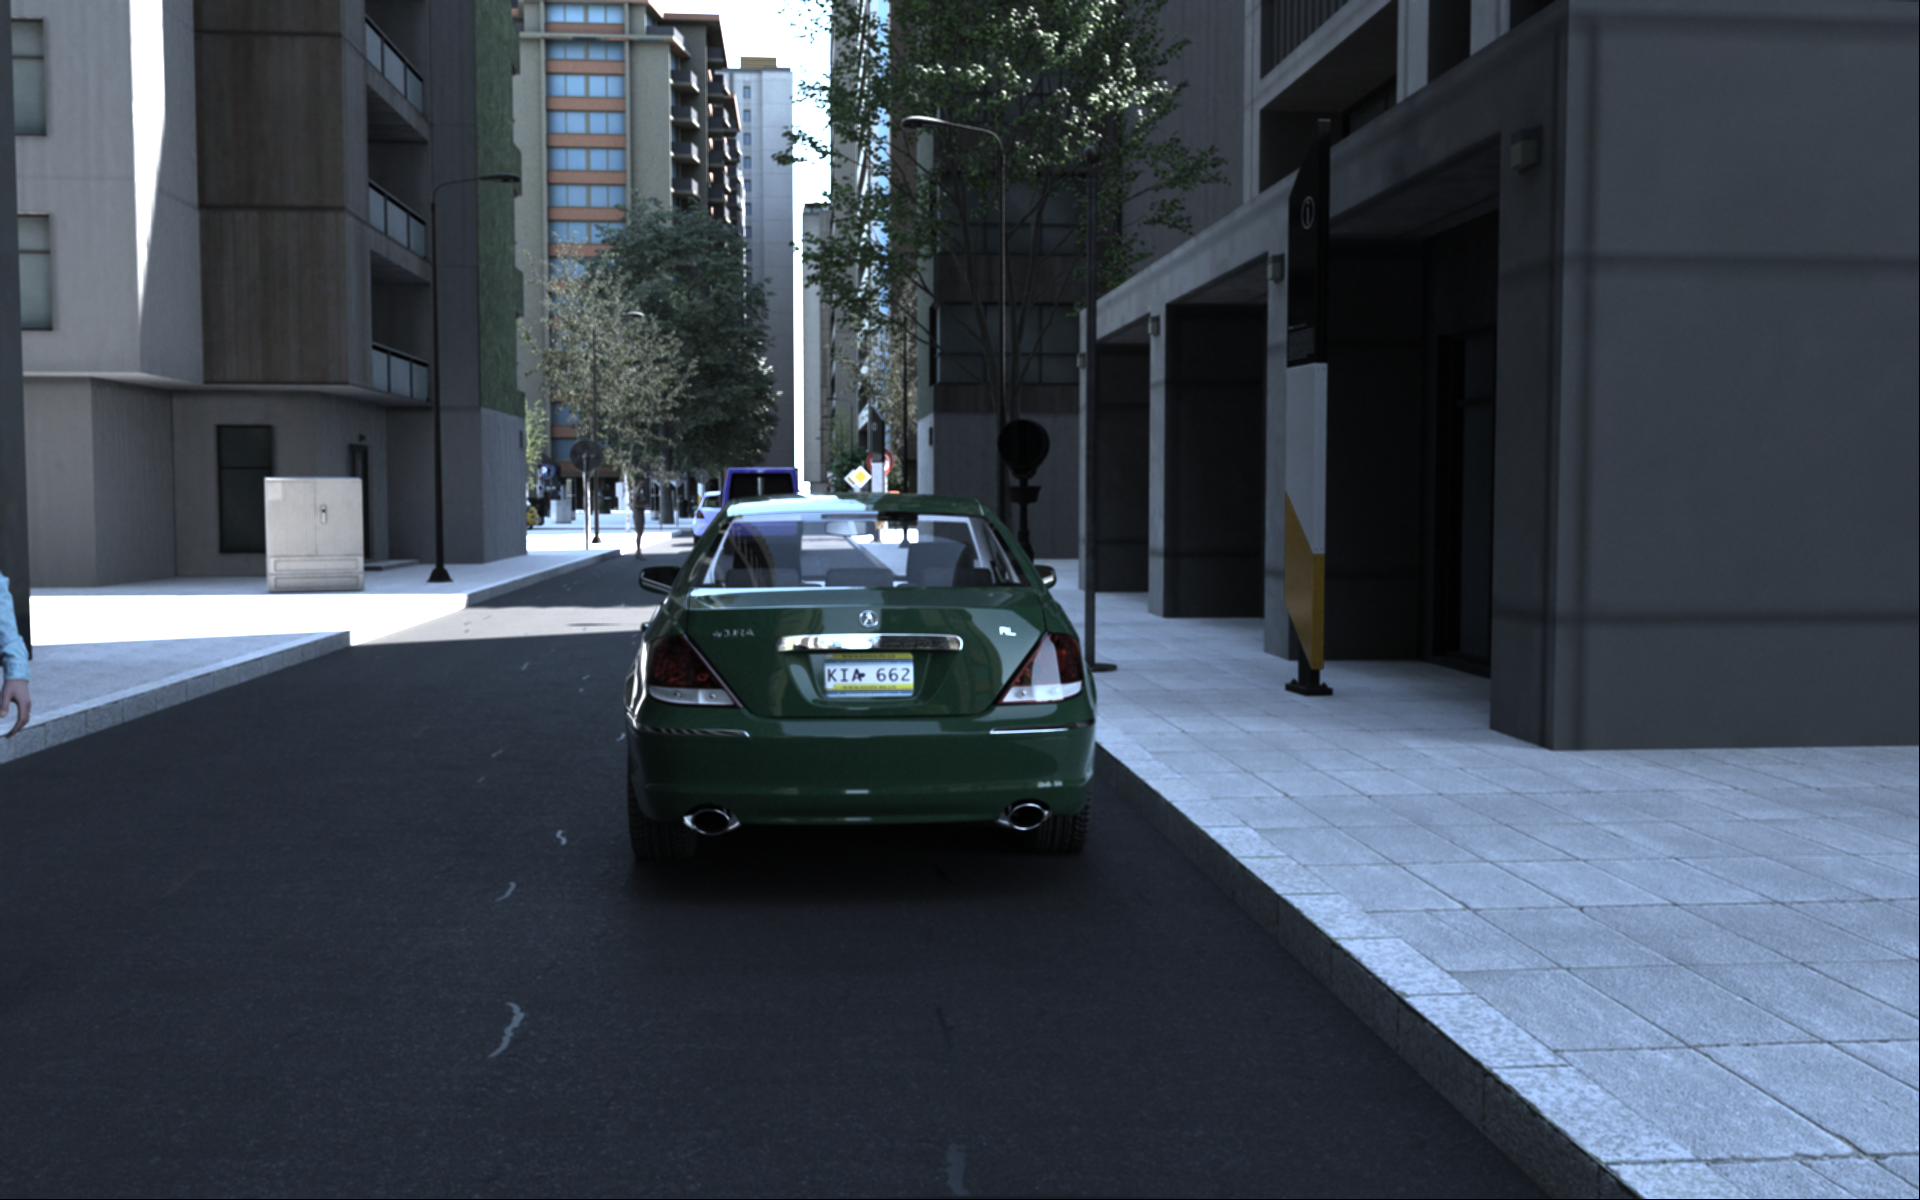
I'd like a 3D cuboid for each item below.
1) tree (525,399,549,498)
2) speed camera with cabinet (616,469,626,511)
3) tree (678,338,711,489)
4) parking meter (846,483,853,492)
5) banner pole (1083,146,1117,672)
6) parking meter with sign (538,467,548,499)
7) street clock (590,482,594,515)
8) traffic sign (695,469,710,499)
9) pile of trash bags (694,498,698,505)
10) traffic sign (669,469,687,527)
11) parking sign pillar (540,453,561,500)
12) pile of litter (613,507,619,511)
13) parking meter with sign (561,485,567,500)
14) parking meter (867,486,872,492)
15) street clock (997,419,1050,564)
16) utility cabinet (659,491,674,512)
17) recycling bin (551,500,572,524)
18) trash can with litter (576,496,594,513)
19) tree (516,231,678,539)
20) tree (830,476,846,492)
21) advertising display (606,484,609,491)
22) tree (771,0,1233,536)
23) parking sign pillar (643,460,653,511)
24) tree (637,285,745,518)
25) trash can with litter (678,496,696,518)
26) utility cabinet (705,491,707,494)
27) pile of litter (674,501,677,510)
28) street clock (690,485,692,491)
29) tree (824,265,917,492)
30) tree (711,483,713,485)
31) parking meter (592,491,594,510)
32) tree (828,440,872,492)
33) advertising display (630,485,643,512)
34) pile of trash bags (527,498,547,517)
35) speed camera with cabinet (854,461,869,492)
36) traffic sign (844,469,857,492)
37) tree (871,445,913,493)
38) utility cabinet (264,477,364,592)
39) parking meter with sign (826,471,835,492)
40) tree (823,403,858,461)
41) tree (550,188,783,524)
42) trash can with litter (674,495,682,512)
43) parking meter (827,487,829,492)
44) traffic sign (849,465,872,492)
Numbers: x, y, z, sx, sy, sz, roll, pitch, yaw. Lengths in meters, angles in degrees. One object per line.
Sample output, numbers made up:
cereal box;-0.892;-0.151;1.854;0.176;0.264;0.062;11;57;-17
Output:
tree;-32.232;-10.870;128.094;4.737;8.622;4.395;0;3;0
speed camera with cabinet;-25.635;-8.376;131.281;0.660;3.252;2.038;0;4;0
tree;-10.671;-6.448;55.784;4.360;8.622;3.978;0;3;0
parking meter;-5.031;-4.499;79.265;0.399;1.863;0.255;0;4;-1
banner pole;0.976;-1.393;12.787;0.401;3.779;0.863;0;4;7
parking meter with sign;-26.579;-6.958;110.022;0.543;3.016;1.738;0;4;-4
street clock;-22.458;-6.166;105.391;0.358;2.002;0.471;0;4;-7
traffic sign;-13.034;-5.353;87.627;0.768;2.556;0.104;0;4;0
pile of trash bags;-18.706;-7.437;131.352;1.912;1.369;3.447;3;5;42
traffic sign;-11.151;-3.953;68.277;0.795;2.450;0.064;0;4;-5
parking sign pillar;-26.511;-7.561;112.096;1.447;3.967;1.447;1;4;17
pile of litter;-26.527;-7.410;135.119;1.176;0.858;1.719;2;4;34
parking meter with sign;-32.472;-8.885;141.525;0.543;3.016;1.738;1;4;16
parking meter;-2.743;-2.816;54.460;0.372;1.533;0.369;0;3;0
street clock;0.618;-0.753;16.878;0.471;2.002;0.358;1;4;16
utility cabinet;-18.980;-6.294;111.579;0.318;1.500;1.173;3;5;39
recycling bin;-17.293;-3.824;75.077;0.722;1.027;0.722;-2;4;-31
trash can with litter;-25.376;-6.457;116.626;2.233;1.210;1.678;2;4;31
tree;-10.450;-6.007;48.577;4.360;8.622;3.978;0;3;0
tree;-7.833;-7.323;114.329;1.663;3.219;1.824;0;3;0
advertising display;-23.188;-6.649;113.930;0.123;1.923;0.974;0;4;-8
tree;0.750;-6.291;28.612;9.928;11.665;9.643;0;3;0
parking sign pillar;-24.013;-8.903;134.035;1.447;3.967;1.447;1;4;16
tree;-15.060;-10.765;94.140;7.486;12.596;7.792;0;3;0
trash can with litter;-16.268;-5.612;103.139;1.055;1.170;0.624;0;4;8
utility cabinet;-18.304;-7.049;123.935;0.318;1.500;1.173;-1;4;-13
pile of litter;-22.804;-7.719;140.162;1.719;0.858;1.176;0;4;4
street clock;-21.156;-7.980;135.042;0.471;2.002;0.358;-2;4;-28
tree;-2.197;-6.466;56.089;4.360;8.622;3.978;0;3;0
tree;-16.347;-9.671;108.485;4.360;8.622;3.978;0;3;0
parking meter;-26.572;-7.120;124.827;0.372;1.533;0.369;0;3;0
tree;-6.421;-7.470;105.853;4.285;4.588;4.351;0;3;0
advertising display;-23.636;-7.431;126.714;0.974;1.923;0.123;1;4;14
pile of trash bags;-24.993;-5.388;97.840;1.912;1.369;3.447;2;4;33
speed camera with cabinet;-5.280;-6.636;102.841;2.038;3.252;0.660;-3;4;-38
traffic sign;-4.234;-3.991;68.893;0.795;2.450;0.064;0;4;-5
tree;-2.508;-4.520;68.501;1.663;3.219;1.824;0;3;0
utility cabinet;-8.437;-0.854;22.648;1.173;1.500;0.318;-2;4;-27
parking meter with sign;-9.678;-8.340;132.626;0.543;3.016;1.738;-2;4;-26
tree;-9.091;-11.510;138.553;4.737;8.622;4.395;0;3;0
tree;-12.469;-10.225;73.841;9.857;13.997;8.962;0;3;0
trash can with litter;-20.560;-7.110;127.312;1.678;1.210;2.233;-2;4;-26
parking meter;-10.171;-7.867;134.333;0.255;1.863;0.399;-1;4;-9
traffic sign;-3.500;-3.505;60.941;0.795;2.450;0.064;0;4;-5
